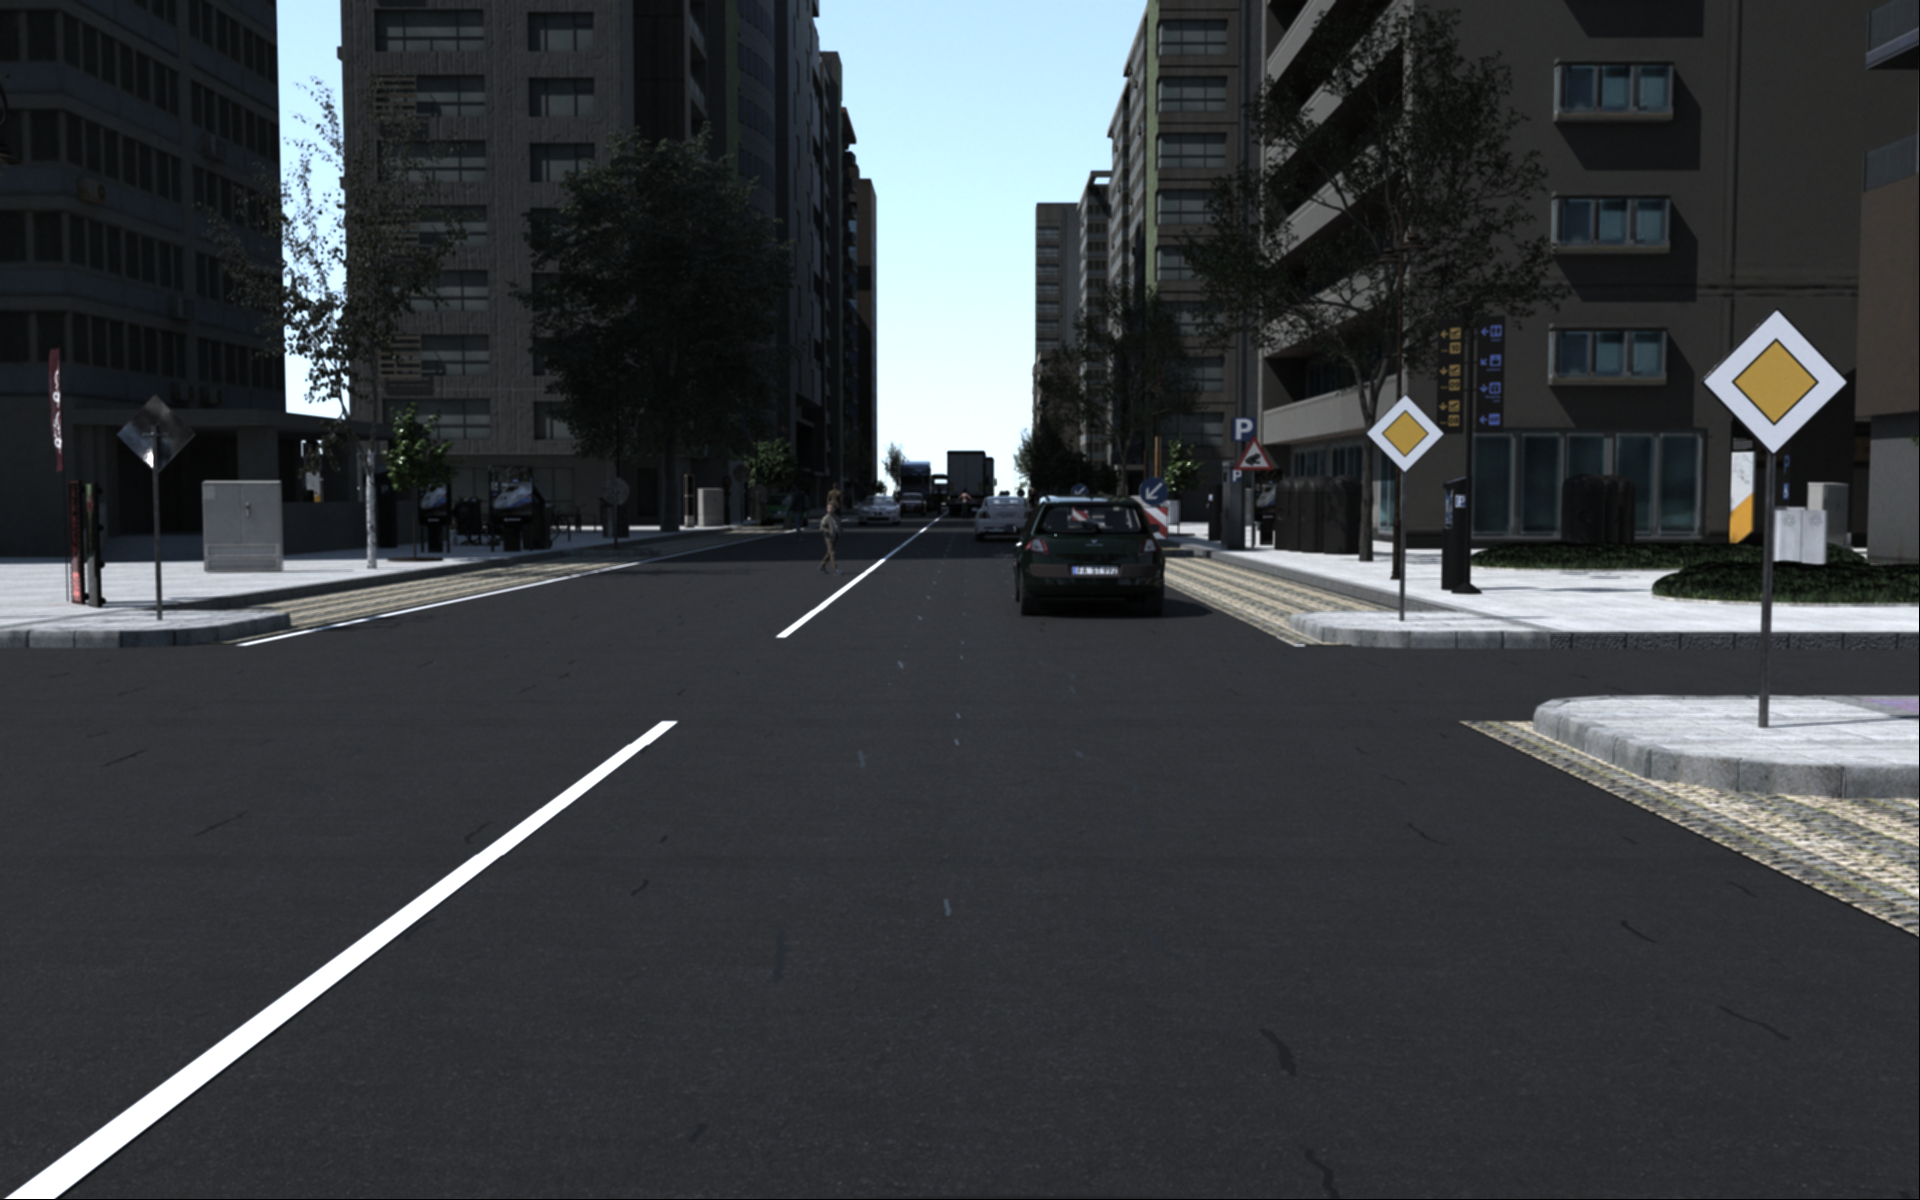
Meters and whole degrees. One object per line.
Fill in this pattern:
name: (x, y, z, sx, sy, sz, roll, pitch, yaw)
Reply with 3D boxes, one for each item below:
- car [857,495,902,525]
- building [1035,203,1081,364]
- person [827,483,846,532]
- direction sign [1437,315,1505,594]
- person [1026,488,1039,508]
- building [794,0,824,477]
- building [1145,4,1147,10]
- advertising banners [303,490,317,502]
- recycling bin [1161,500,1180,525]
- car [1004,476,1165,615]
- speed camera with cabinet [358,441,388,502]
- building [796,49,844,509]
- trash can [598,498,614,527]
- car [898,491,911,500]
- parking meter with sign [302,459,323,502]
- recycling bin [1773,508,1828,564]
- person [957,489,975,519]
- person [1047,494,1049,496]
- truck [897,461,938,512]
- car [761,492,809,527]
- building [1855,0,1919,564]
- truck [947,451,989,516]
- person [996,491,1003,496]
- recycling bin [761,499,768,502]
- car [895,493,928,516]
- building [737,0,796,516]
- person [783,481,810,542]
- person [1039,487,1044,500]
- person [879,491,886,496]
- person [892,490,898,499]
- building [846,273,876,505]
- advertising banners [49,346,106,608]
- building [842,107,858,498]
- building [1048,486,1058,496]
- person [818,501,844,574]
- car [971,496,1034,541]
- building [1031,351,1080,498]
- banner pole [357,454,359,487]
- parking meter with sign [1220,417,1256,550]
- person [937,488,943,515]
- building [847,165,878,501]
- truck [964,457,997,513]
car: (-3.760, -4.215, 81.275, 2.083, 1.381, 4.827, 0, 4, 0)
building: (17.524, -34.319, 244.710, 14.154, 41.232, 14.086, 0, 4, 0)
person: (-4.683, -3.511, 65.816, 0.656, 1.842, 0.836, -2, 4, -32)
direction sign: (6.550, -1.853, 22.291, 0.876, 3.537, 0.379, 3, 5, 39)
person: (3.933, -5.272, 95.218, 1.217, 1.766, 0.721, -3, 5, -40)
building: (-25.162, -33.339, 134.336, 28.713, 52.752, 27.495, 0, 4, 0)
building: (25.475, -26.773, 129.617, 32.217, 40.220, 23.993, 0, 4, 0)
advertising banners: (-20.940, -3.514, 53.648, 2.074, 3.025, 0.090, 0, 4, 5)
recycling bin: (8.590, -3.604, 71.484, 0.722, 1.027, 0.722, 3, 5, 43)
car: (1.566, -0.738, 21.854, 2.009, 1.686, 4.222, 0, 4, 1)
speed camera with cabinet: (-19.121, -3.699, 54.821, 2.038, 3.252, 0.660, 1, 4, 12)
building: (-18.001, -28.856, 155.394, 14.154, 41.232, 14.086, 0, 4, 0)
trash can: (-13.786, -3.430, 67.741, 0.748, 1.137, 0.748, 0, 3, 0)
car: (-3.756, -7.439, 131.412, 2.009, 1.686, 4.222, 0, 4, -2)
parking meter with sign: (-31.407, -5.440, 85.197, 1.738, 3.016, 0.543, -1, 4, -20)
recycling bin: (13.128, -0.890, 27.104, 0.722, 1.027, 0.722, 1, 4, 20)
person: (0.342, -5.482, 98.848, 1.217, 1.736, 0.721, 2, 4, 33)
person: (9.005, -9.986, 174.986, 0.599, 1.433, 0.991, -3, 5, -42)
truck: (-3.368, -9.623, 147.092, 2.967, 4.110, 18.799, 0, 4, 2)
car: (-7.597, -4.058, 75.137, 1.959, 1.807, 4.718, 0, 3, 0)
building: (23.341, -22.829, 23.369, 14.200, 45.320, 14.600, 0, 4, 0)
truck: (0.510, -7.852, 117.296, 2.839, 4.237, 11.283, 0, 4, 1)
person: (4.339, -11.013, 189.095, 0.617, 1.759, 0.750, 3, 5, 43)
recycling bin: (-9.424, -4.475, 85.717, 0.722, 1.027, 0.722, 1, 4, 10)
car: (-3.193, -6.437, 114.293, 2.155, 1.783, 4.494, 0, 4, 1)
building: (-22.046, -34.485, 105.836, 21.231, 58.520, 28.212, 0, 4, 0)
person: (-4.897, -2.646, 51.755, 0.794, 1.824, 0.713, -3, 4, -37)
person: (4.387, -5.031, 90.963, 0.583, 1.804, 0.606, 1, 4, 9)
person: (-7.446, -9.619, 166.580, 0.742, 1.727, 0.445, 1, 4, 16)
person: (-7.033, -10.913, 186.923, 0.705, 1.824, 1.348, -2, 4, -27)
building: (-27.066, -32.294, 219.890, 32.217, 40.220, 23.993, 0, 4, 0)
advertising banners: (-10.300, -1.466, 20.158, 0.090, 3.025, 2.074, -3, 5, -40)
building: (-22.904, -32.904, 192.597, 22.147, 44.769, 28.867, 0, 4, 0)
building: (26.303, -30.863, 196.485, 32.217, 40.220, 23.993, 0, 4, 0)
person: (-2.298, -1.120, 31.078, 0.640, 1.303, 0.475, 2, 4, 34)
car: (1.394, -2.544, 53.957, 2.083, 1.381, 4.827, 0, 3, 0)
building: (23.572, -23.167, 223.821, 27.650, 21.520, 28.899, 0, 4, 0)
banner pole: (-26.371, -5.253, 75.905, 0.401, 3.779, 0.863, -3, 5, -42)
parking meter with sign: (6.383, -2.686, 40.182, 0.543, 3.016, 1.738, 0, 4, -3)
person: (-1.391, -6.882, 121.029, 0.705, 1.822, 1.348, 1, 4, 11)
building: (-18.734, -36.039, 239.352, 14.600, 45.320, 14.200, 0, 4, 0)
truck: (1.440, -9.031, 136.565, 2.839, 4.237, 11.283, 0, 4, 2)
